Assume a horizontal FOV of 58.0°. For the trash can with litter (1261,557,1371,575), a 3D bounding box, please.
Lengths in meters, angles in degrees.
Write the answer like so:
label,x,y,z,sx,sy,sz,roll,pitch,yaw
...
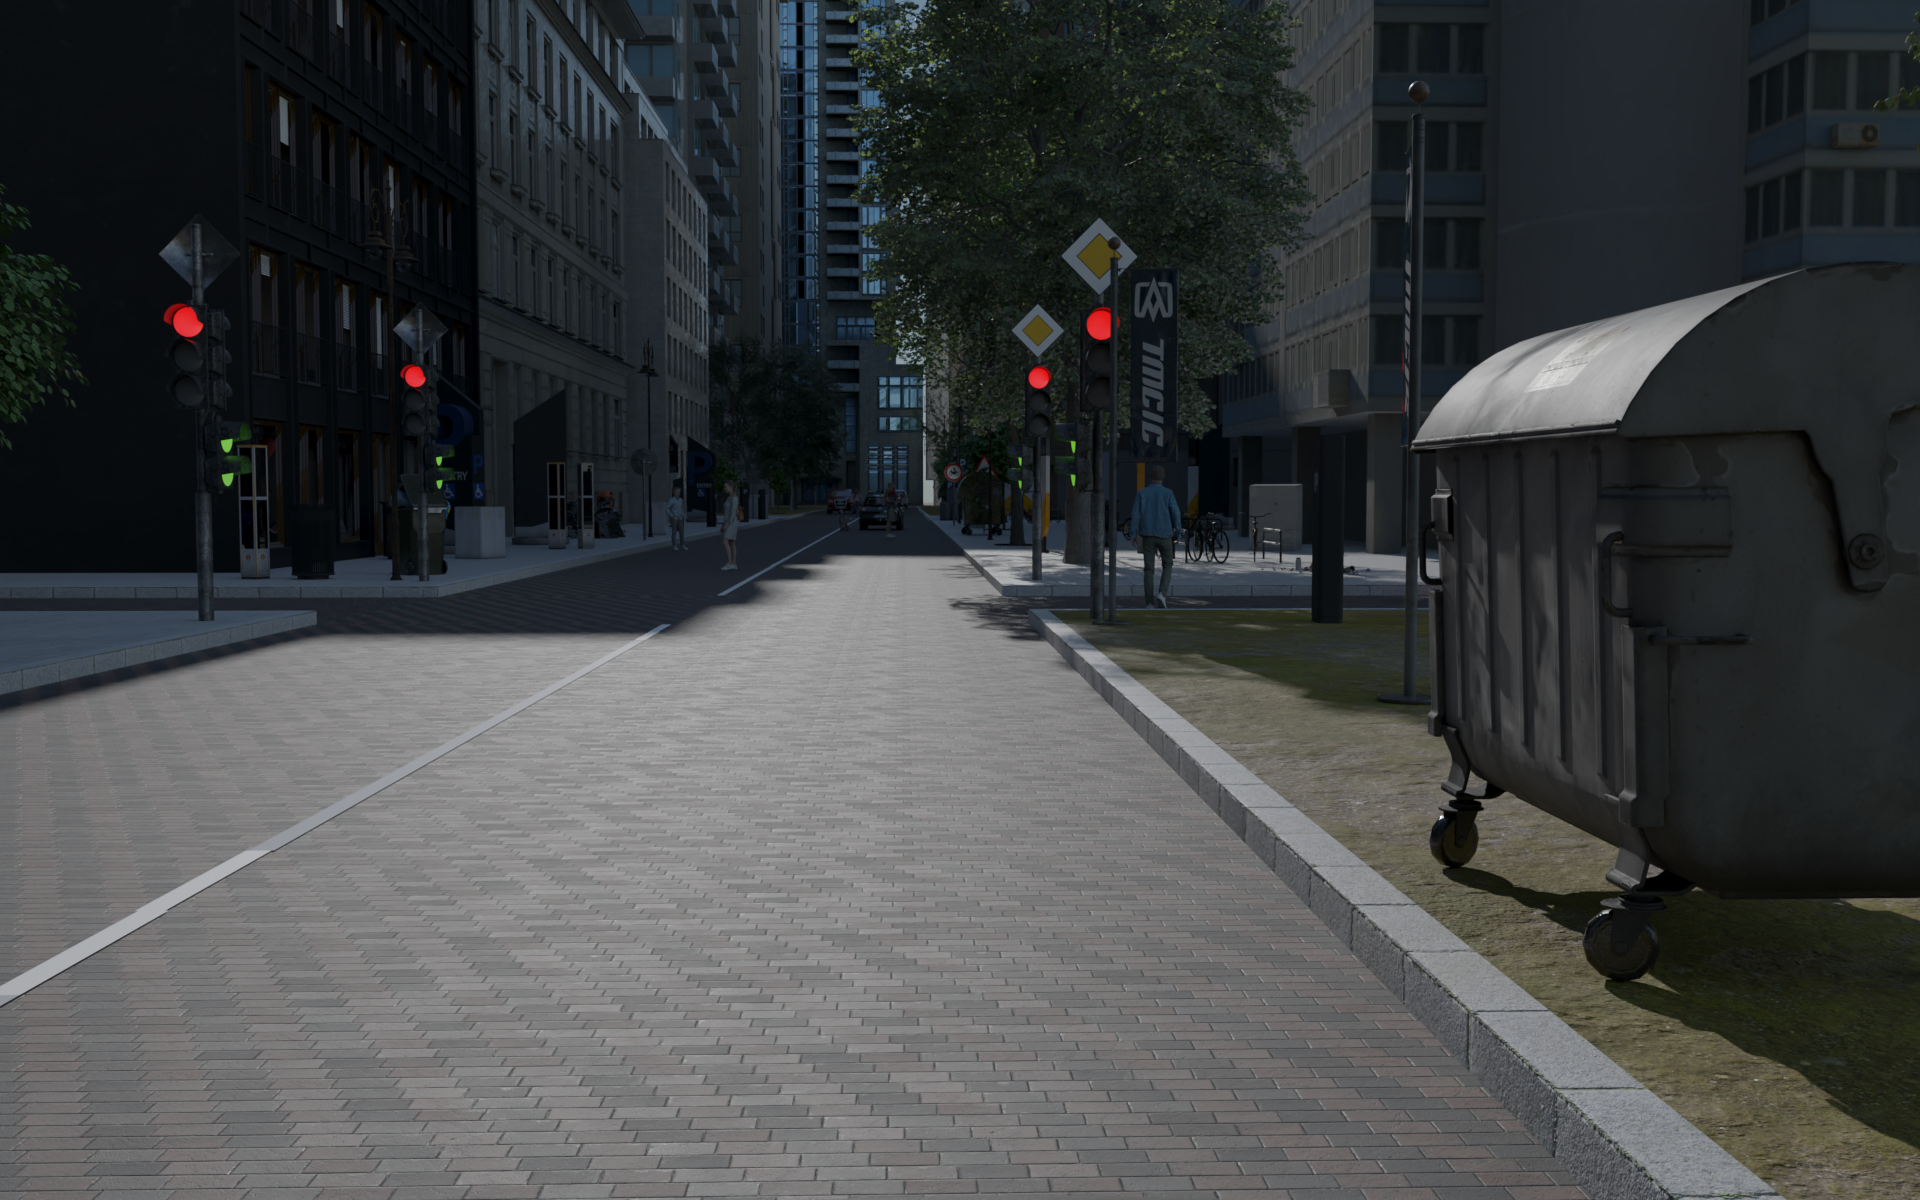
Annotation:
label,x,y,z,sx,sy,sz,roll,pitch,yaw
trash can with litter,5.952,-1.063,28.439,1.678,1.210,2.233,0,4,-2

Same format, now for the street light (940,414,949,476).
label,x,y,z,sx,sy,sz,roll,pitch,yaw
street light,-0.906,-7.810,100.477,0.468,5.910,1.993,0,4,-2

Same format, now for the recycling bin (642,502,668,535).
label,x,y,z,sx,sy,sz,roll,pitch,yaw
recycling bin,-9.519,-2.541,54.100,0.722,1.027,0.722,0,4,-4

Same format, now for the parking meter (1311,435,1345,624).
label,x,y,z,sx,sy,sz,roll,pitch,yaw
parking meter,3.675,-0.708,17.292,0.255,1.863,0.399,0,4,1

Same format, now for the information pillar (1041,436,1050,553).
label,x,y,z,sx,sy,sz,roll,pitch,yaw
information pillar,1.850,-2.837,37.735,0.183,3.616,0.504,-1,4,-12

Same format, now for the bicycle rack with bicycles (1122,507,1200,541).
label,x,y,z,sx,sy,sz,roll,pitch,yaw
bicycle rack with bicycles,5.833,-2.121,48.064,2.925,0.926,2.852,-1,4,-22

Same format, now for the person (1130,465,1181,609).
label,x,y,z,sx,sy,sz,roll,pitch,yaw
person,2.385,-0.750,21.105,0.601,1.785,0.444,1,4,14

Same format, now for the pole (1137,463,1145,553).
label,x,y,z,sx,sy,sz,roll,pitch,yaw
pole,3.906,-2.663,37.379,0.158,3.312,0.155,0,3,0

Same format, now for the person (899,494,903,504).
label,x,y,z,sx,sy,sz,roll,pitch,yaw
person,-5.413,-8.858,156.544,0.599,1.433,0.991,0,4,5

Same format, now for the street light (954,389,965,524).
label,x,y,z,sx,sy,sz,roll,pitch,yaw
street light,-0.016,-6.221,74.501,0.468,5.910,1.993,0,4,-2

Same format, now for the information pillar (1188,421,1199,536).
label,x,y,z,sx,sy,sz,roll,pitch,yaw
information pillar,6.961,-3.694,51.749,0.183,3.616,0.504,-1,4,-23

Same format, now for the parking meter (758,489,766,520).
label,x,y,z,sx,sy,sz,roll,pitch,yaw
parking meter,-9.951,-4.802,86.928,0.372,1.533,0.369,0,3,0

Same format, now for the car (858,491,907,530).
label,x,y,z,sx,sy,sz,roll,pitch,yaw
car,-3.161,-3.688,70.087,2.009,1.686,4.222,0,4,-1

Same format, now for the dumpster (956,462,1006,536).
label,x,y,z,sx,sy,sz,roll,pitch,yaw
dumpster,0.663,-3.165,54.249,1.502,2.255,1.985,0,4,-2

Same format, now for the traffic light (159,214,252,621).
label,x,y,z,sx,sy,sz,roll,pitch,yaw
traffic light,-7.611,-1.743,17.413,0.839,4.253,0.868,0,4,-2

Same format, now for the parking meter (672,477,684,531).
label,x,y,z,sx,sy,sz,roll,pitch,yaw
parking meter,-9.714,-3.299,59.642,0.399,1.863,0.255,-1,4,-9

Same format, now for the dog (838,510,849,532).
label,x,y,z,sx,sy,sz,roll,pitch,yaw
dog,-4.531,-3.040,66.539,0.513,0.831,0.800,1,4,11

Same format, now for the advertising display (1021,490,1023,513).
label,x,y,z,sx,sy,sz,roll,pitch,yaw
advertising display,1.957,-3.196,57.464,0.123,1.923,0.974,1,4,12

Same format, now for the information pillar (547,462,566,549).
label,x,y,z,sx,sy,sz,roll,pitch,yaw
information pillar,-9.376,-2.188,40.265,0.304,2.012,0.304,1,4,18

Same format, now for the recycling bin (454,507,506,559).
label,x,y,z,sx,sy,sz,roll,pitch,yaw
recycling bin,-9.555,-1.341,34.481,0.722,1.027,0.722,2,4,25

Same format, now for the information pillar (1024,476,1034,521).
label,x,y,z,sx,sy,sz,roll,pitch,yaw
information pillar,3.293,-5.583,82.632,0.504,3.616,0.183,-1,4,-8

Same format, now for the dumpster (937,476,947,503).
label,x,y,z,sx,sy,sz,roll,pitch,yaw
dumpster,-0.366,-5.171,87.034,1.502,2.255,1.985,0,4,-2

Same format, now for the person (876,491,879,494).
label,x,y,z,sx,sy,sz,roll,pitch,yaw
person,-7.978,-9.676,167.364,0.551,1.740,0.621,3,4,37

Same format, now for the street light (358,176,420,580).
label,x,y,z,sx,sy,sz,roll,pitch,yaw
street light,-8.399,-3.231,25.621,0.468,5.910,1.993,0,4,-2

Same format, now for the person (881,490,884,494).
label,x,y,z,sx,sy,sz,roll,pitch,yaw
person,-6.678,-8.578,149.428,1.217,1.739,0.721,0,4,3

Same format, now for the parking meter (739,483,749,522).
label,x,y,z,sx,sy,sz,roll,pitch,yaw
parking meter,-9.784,-4.460,78.630,0.399,1.863,0.255,-2,4,-33

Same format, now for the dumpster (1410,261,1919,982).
label,x,y,z,sx,sy,sz,roll,pitch,yaw
dumpster,2.229,0.033,5.217,1.264,1.857,1.865,0,4,-2

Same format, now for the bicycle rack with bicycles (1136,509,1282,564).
label,x,y,z,sx,sy,sz,roll,pitch,yaw
bicycle rack with bicycles,4.967,-1.201,33.014,2.852,0.926,2.925,0,4,1

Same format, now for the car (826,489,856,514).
label,x,y,z,sx,sy,sz,roll,pitch,yaw
car,-8.593,-7.161,125.753,2.281,1.827,5.304,0,4,-2

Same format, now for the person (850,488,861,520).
label,x,y,z,sx,sy,sz,roll,pitch,yaw
person,-5.936,-5.415,97.626,0.593,1.750,0.643,-2,4,-29

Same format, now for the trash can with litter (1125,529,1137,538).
label,x,y,z,sx,sy,sz,roll,pitch,yaw
trash can with litter,5.282,-2.407,50.735,1.055,1.170,0.624,3,5,40

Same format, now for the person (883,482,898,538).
label,x,y,z,sx,sy,sz,roll,pitch,yaw
person,-2.280,-2.984,57.265,0.573,1.828,0.580,-2,4,-28

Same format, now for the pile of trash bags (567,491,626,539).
label,x,y,z,sx,sy,sz,roll,pitch,yaw
pile of trash bags,-10.801,-2.539,51.260,1.912,1.369,3.447,0,4,1

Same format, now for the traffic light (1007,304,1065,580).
label,x,y,z,sx,sy,sz,roll,pitch,yaw
traffic light,1.129,-2.250,25.708,0.839,4.253,0.868,0,4,-2

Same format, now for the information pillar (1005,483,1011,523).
label,x,y,z,sx,sy,sz,roll,pitch,yaw
information pillar,2.108,-5.301,78.027,0.504,3.616,0.183,0,4,-3

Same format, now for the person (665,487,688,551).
label,x,y,z,sx,sy,sz,roll,pitch,yaw
person,-7.204,-2.061,44.013,0.589,1.601,0.330,-3,5,-39

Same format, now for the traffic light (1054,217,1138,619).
label,x,y,z,sx,sy,sz,roll,pitch,yaw
traffic light,1.394,-1.762,17.727,0.839,4.253,0.868,0,4,-2

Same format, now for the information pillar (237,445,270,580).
label,x,y,z,sx,sy,sz,roll,pitch,yaw
information pillar,-10.634,-1.321,26.085,0.304,2.012,0.304,1,4,19

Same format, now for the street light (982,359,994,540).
label,x,y,z,sx,sy,sz,roll,pitch,yaw
street light,0.842,-4.612,48.202,0.468,5.910,1.993,0,4,-2

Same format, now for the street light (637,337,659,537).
label,x,y,z,sx,sy,sz,roll,pitch,yaw
street light,-9.190,-4.799,51.245,0.468,5.910,1.993,0,4,-2

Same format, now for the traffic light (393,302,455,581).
label,x,y,z,sx,sy,sz,roll,pitch,yaw
traffic light,-7.876,-2.231,25.394,0.839,4.253,0.868,0,4,-2

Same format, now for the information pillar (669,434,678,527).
label,x,y,z,sx,sy,sz,roll,pitch,yaw
information pillar,-11.116,-4.643,67.274,0.183,3.616,0.504,-3,5,-44

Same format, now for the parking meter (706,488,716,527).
label,x,y,z,sx,sy,sz,roll,pitch,yaw
parking meter,-9.681,-3.609,67.419,0.372,1.533,0.369,0,3,0

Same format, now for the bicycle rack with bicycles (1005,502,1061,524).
label,x,y,z,sx,sy,sz,roll,pitch,yaw
bicycle rack with bicycles,3.341,-3.862,76.530,2.925,0.926,2.852,-3,4,-38

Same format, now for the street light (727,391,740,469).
label,x,y,z,sx,sy,sz,roll,pitch,yaw
street light,-10.021,-6.351,76.622,0.468,5.910,1.993,0,4,-2

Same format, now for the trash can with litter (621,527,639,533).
label,x,y,z,sx,sy,sz,roll,pitch,yaw
trash can with litter,-11.650,-2.873,58.028,1.678,1.210,2.233,-1,4,-13

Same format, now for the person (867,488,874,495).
label,x,y,z,sx,sy,sz,roll,pitch,yaw
person,-5.256,-5.713,102.364,0.683,1.767,0.568,1,4,17

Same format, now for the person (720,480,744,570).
label,x,y,z,sx,sy,sz,roll,pitch,yaw
person,-4.363,-1.434,32.948,0.522,1.701,0.512,-2,4,-24
